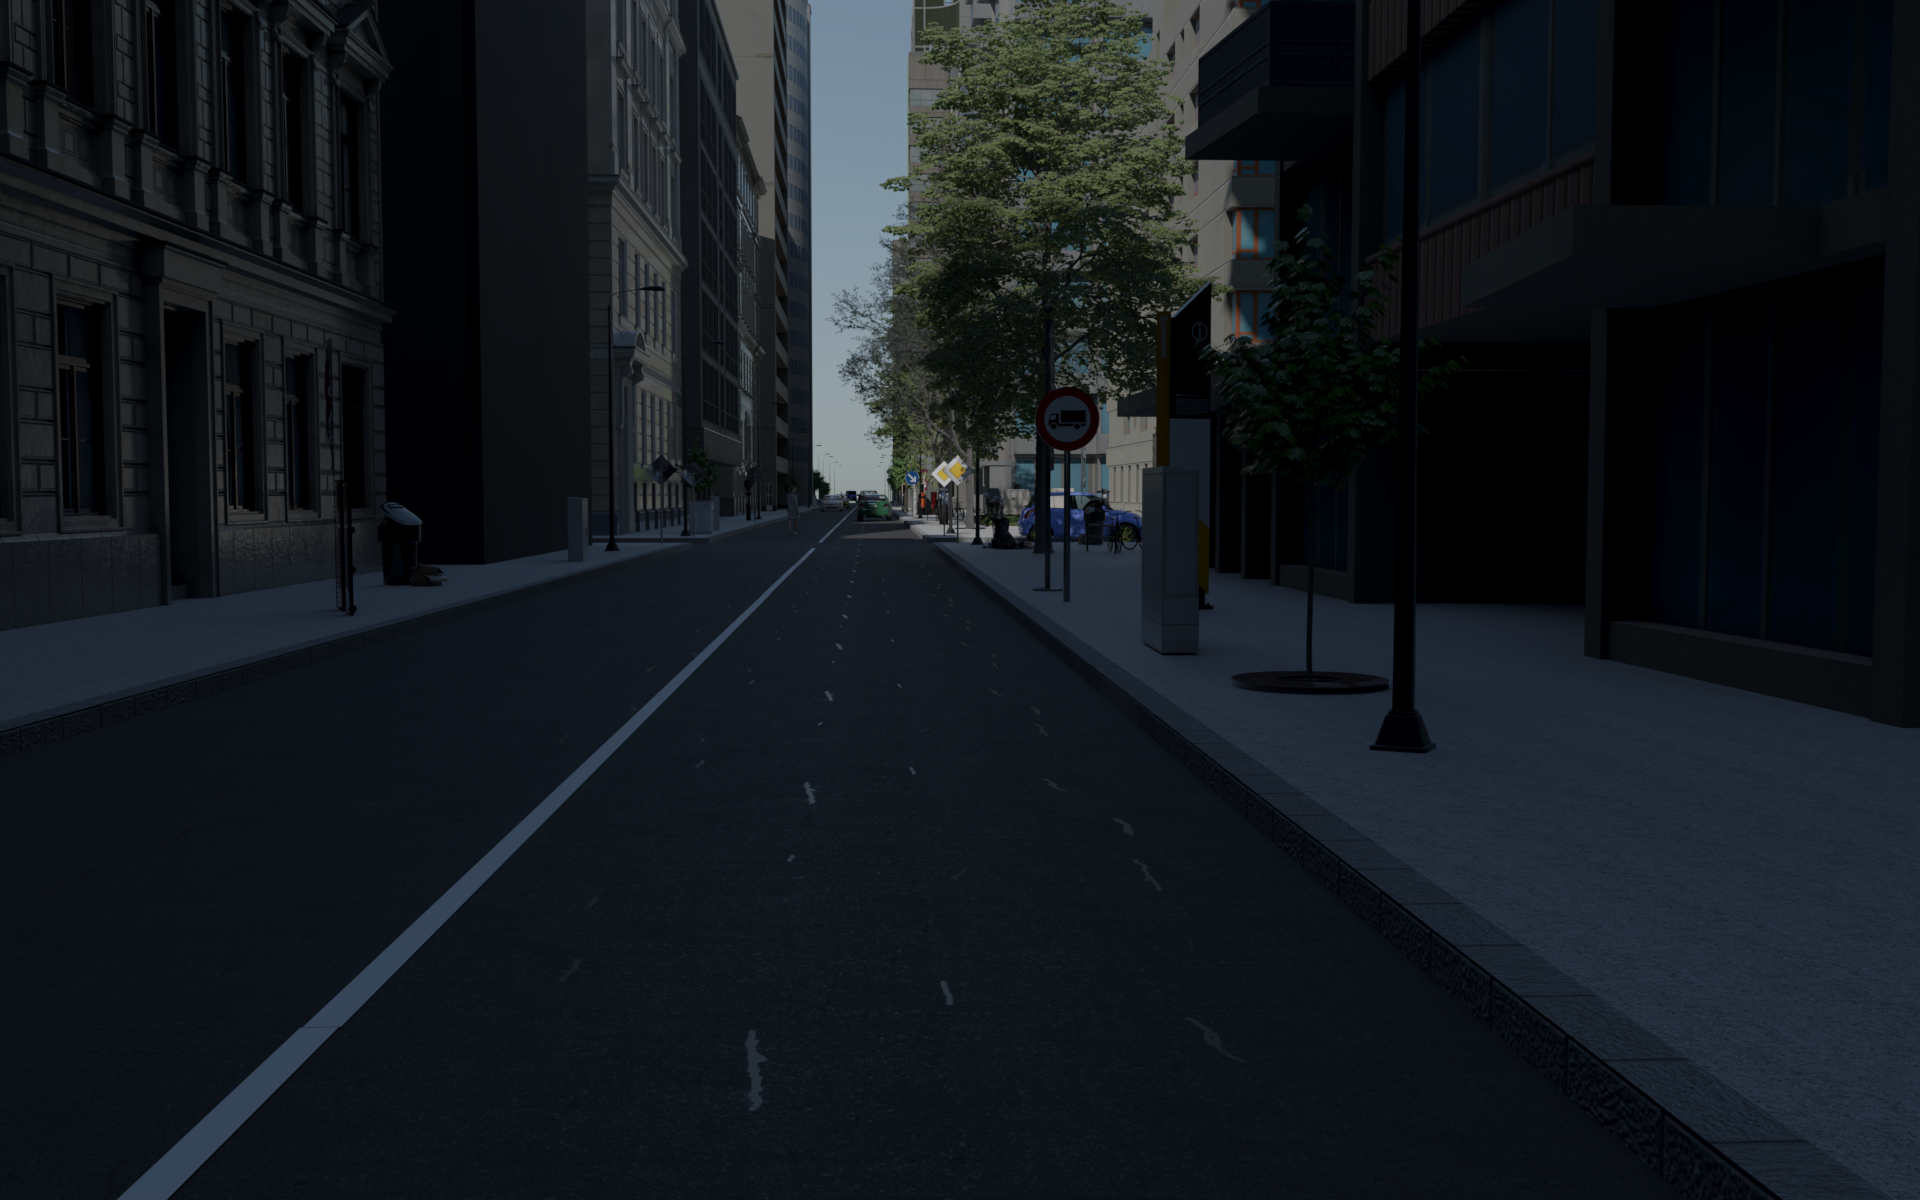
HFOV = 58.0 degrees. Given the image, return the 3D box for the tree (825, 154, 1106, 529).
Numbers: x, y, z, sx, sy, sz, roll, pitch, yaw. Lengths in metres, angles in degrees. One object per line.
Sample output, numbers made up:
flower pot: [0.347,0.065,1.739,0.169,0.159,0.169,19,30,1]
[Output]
tree: [0.231,-9.343,63.121,12.009,13.543,11.850,0,3,0]

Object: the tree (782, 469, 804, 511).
tree: [-12.679,-8.391,131.789,1.663,3.219,1.824,0,3,0]

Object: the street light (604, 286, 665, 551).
street light: [-7.271,-4.048,38.734,1.470,5.913,1.316,0,4,-3]

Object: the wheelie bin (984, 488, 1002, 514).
wheelie bin: [1.715,-5.096,91.229,0.980,1.594,0.693,-2,4,-24]

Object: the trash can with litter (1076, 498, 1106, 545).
trash can with litter: [3.242,-1.979,43.751,0.624,1.170,1.055,-2,4,-23]

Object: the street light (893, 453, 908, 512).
street light: [-2.628,-7.248,91.047,1.470,5.913,1.316,0,4,-3]

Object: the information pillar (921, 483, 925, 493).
information pillar: [-2.582,-6.892,117.172,0.304,2.012,0.304,-1,4,-15]

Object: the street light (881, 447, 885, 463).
street light: [-6.703,-12.015,168.991,1.470,5.913,1.316,0,4,-3]

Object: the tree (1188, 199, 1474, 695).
tree: [2.261,-1.039,11.591,1.663,3.219,1.824,0,3,0]

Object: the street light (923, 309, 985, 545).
street light: [-0.097,-4.338,43.473,1.470,5.913,1.316,0,4,-3]

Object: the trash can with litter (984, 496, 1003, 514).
trash can with litter: [1.671,-4.791,89.719,0.624,1.170,1.055,3,5,44]

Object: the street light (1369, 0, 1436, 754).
street light: [1.693,-2.201,8.535,1.470,5.913,1.316,0,4,-3]

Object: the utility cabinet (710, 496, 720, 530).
utility cabinet: [-8.730,-3.092,61.716,0.306,1.237,1.020,-1,4,-11]

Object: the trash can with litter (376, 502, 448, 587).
trash can with litter: [-7.673,-0.793,24.358,1.055,1.170,0.624,2,4,26]

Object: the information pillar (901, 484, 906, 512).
information pillar: [-4.059,-7.387,125.271,0.304,2.012,0.304,-1,4,-12]

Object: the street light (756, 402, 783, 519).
street light: [-9.643,-7.036,87.574,1.470,5.913,1.316,0,4,-3]

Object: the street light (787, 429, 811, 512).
street light: [-11.890,-9.544,128.587,1.470,5.913,1.316,0,4,-3]

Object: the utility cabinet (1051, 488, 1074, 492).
utility cabinet: [3.786,-3.535,66.482,1.173,1.500,0.318,0,4,4]

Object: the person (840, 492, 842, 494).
person: [-16.047,-13.749,234.230,0.436,1.711,0.756,2,4,23]

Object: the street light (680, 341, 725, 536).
street light: [-7.800,-4.890,52.493,1.470,5.913,1.316,0,4,-3]

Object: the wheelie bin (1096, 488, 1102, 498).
wheelie bin: [7.362,-4.995,89.574,0.693,1.594,0.980,0,4,0]

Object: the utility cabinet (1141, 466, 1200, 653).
utility cabinet: [1.737,-0.343,14.287,0.318,1.500,1.173,0,4,-2]

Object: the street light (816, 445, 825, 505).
street light: [-13.750,-11.675,163.433,1.470,5.913,1.316,0,4,-3]

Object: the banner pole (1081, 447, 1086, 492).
banner pole: [5.804,-5.598,81.549,0.401,3.779,0.863,1,4,22]

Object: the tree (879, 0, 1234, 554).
tree: [2.000,-7.259,36.805,7.486,12.596,7.792,0,3,0]

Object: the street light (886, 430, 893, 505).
street light: [-4.442,-9.416,126.493,1.470,5.913,1.316,0,4,-3]

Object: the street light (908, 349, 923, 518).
street light: [-0.840,-5.086,55.699,1.470,5.913,1.316,0,4,-3]

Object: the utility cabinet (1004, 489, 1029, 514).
utility cabinet: [2.577,-4.302,79.014,1.173,1.500,0.318,-2,4,-29]

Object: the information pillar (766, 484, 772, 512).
information pillar: [-13.866,-7.431,125.989,0.304,2.012,0.304,-3,5,-42]

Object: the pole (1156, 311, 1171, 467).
pole: [2.279,-1.565,19.428,0.158,3.312,0.155,0,3,0]

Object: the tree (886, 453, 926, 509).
tree: [-3.951,-8.954,130.119,4.285,4.588,4.351,0,3,0]

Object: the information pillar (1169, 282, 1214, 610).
information pillar: [2.552,-1.699,19.127,0.504,3.616,0.183,-2,4,-24]

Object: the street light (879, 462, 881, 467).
street light: [-8.508,-14.149,203.868,1.470,5.913,1.316,0,4,-3]

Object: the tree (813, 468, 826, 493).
tree: [-17.412,-13.464,203.855,4.285,4.588,4.351,0,3,0]

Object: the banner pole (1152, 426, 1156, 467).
banner pole: [7.115,-4.488,63.396,0.401,3.779,0.863,1,4,18]

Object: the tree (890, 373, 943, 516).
tree: [-2.605,-9.255,101.674,4.737,8.622,4.395,0,3,0]

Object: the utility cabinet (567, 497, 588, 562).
utility cabinet: [-7.332,-1.352,33.275,0.306,1.237,1.020,0,4,-6]

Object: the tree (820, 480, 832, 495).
tree: [-18.033,-14.597,233.263,1.663,3.219,1.824,0,3,0]

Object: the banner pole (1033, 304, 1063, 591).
banner pole: [1.181,-1.997,22.675,0.401,3.779,0.863,0,4,-4]

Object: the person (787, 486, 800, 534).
person: [-5.927,-3.194,61.480,0.466,1.731,0.760,0,4,0]

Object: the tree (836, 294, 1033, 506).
tree: [-0.857,-8.609,75.161,8.767,10.594,7.601,-1,4,-19]

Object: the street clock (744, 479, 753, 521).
street clock: [-10.222,-4.840,83.711,0.358,2.002,0.471,2,4,25]

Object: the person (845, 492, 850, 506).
person: [-13.858,-12.468,213.148,0.445,1.727,0.742,1,4,18]

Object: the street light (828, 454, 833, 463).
street light: [-15.622,-13.811,198.342,1.470,5.913,1.316,0,4,-3]
